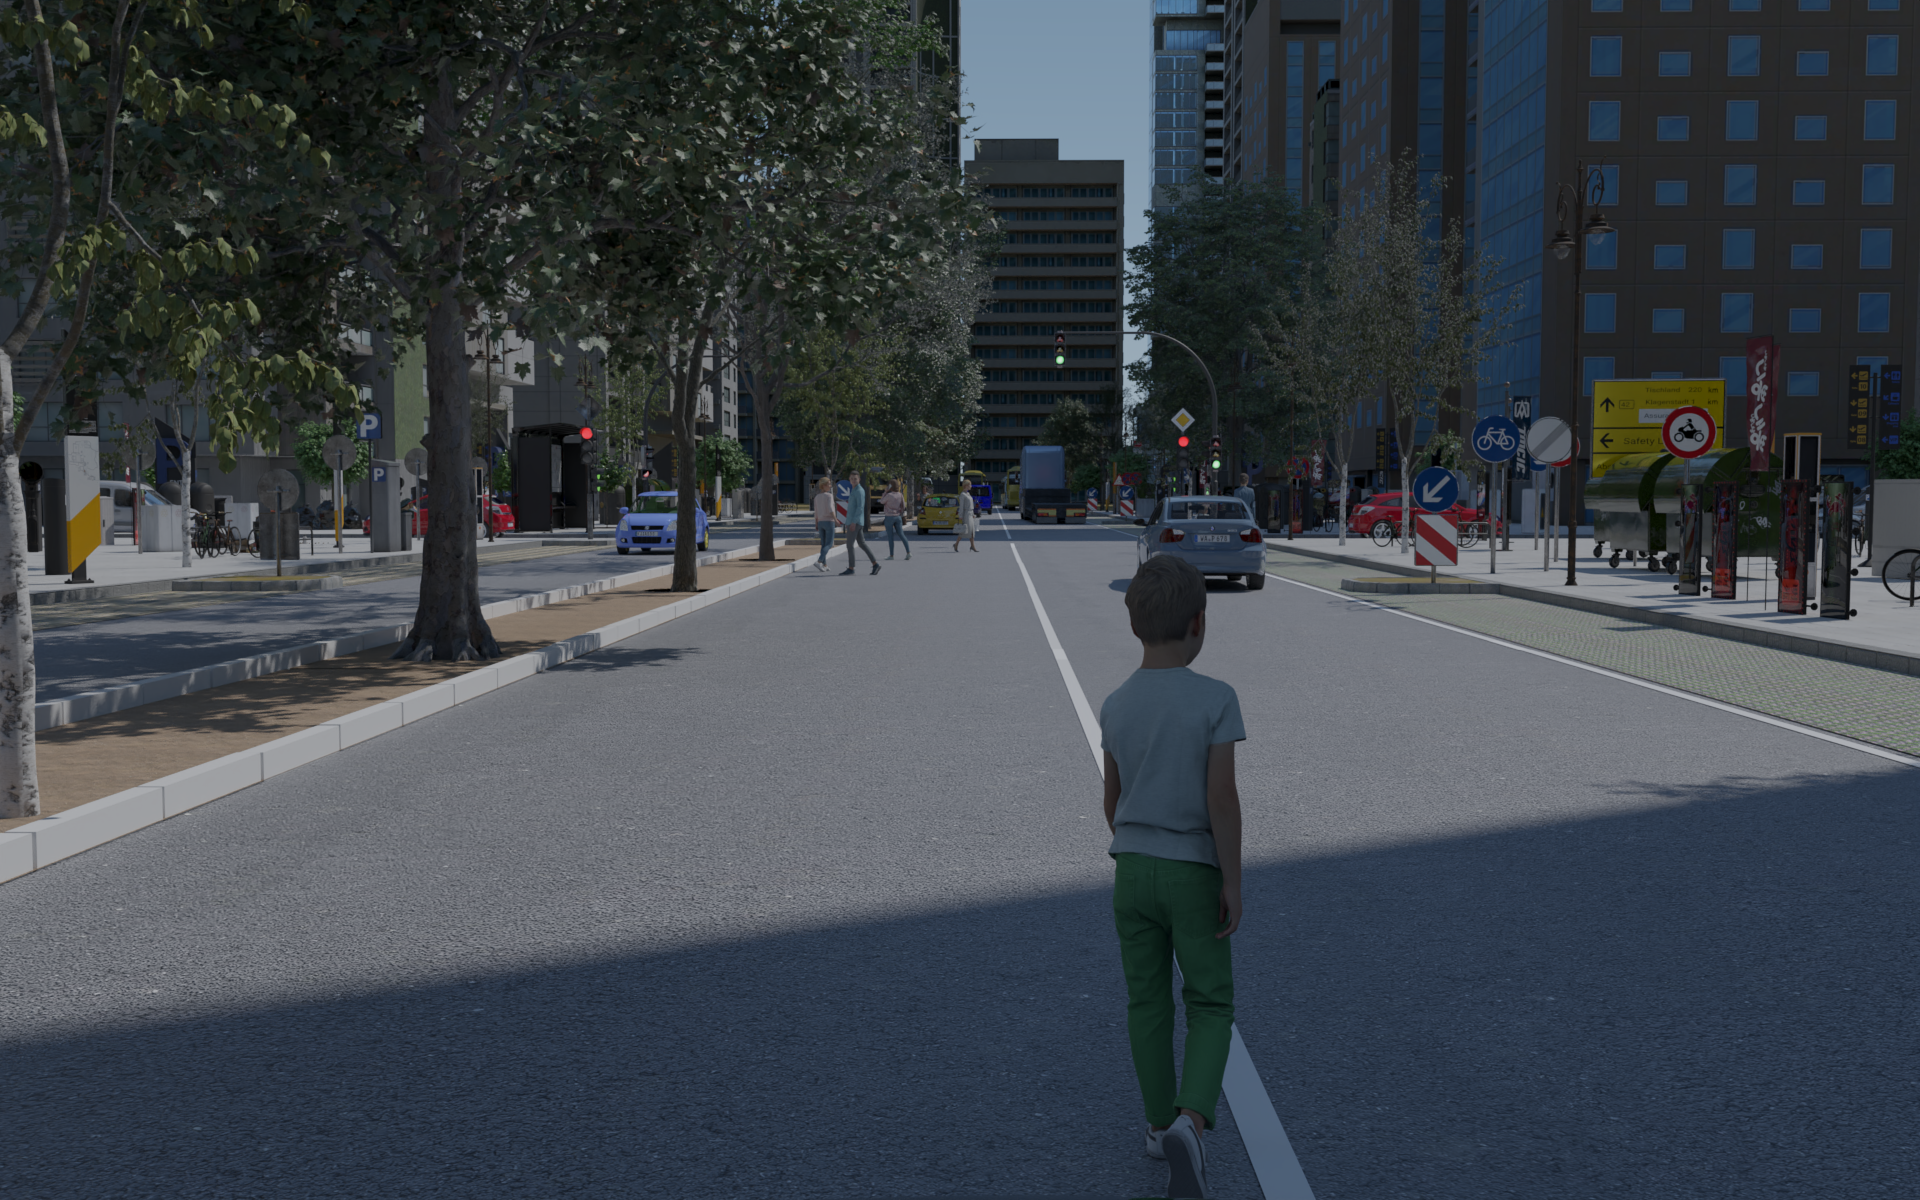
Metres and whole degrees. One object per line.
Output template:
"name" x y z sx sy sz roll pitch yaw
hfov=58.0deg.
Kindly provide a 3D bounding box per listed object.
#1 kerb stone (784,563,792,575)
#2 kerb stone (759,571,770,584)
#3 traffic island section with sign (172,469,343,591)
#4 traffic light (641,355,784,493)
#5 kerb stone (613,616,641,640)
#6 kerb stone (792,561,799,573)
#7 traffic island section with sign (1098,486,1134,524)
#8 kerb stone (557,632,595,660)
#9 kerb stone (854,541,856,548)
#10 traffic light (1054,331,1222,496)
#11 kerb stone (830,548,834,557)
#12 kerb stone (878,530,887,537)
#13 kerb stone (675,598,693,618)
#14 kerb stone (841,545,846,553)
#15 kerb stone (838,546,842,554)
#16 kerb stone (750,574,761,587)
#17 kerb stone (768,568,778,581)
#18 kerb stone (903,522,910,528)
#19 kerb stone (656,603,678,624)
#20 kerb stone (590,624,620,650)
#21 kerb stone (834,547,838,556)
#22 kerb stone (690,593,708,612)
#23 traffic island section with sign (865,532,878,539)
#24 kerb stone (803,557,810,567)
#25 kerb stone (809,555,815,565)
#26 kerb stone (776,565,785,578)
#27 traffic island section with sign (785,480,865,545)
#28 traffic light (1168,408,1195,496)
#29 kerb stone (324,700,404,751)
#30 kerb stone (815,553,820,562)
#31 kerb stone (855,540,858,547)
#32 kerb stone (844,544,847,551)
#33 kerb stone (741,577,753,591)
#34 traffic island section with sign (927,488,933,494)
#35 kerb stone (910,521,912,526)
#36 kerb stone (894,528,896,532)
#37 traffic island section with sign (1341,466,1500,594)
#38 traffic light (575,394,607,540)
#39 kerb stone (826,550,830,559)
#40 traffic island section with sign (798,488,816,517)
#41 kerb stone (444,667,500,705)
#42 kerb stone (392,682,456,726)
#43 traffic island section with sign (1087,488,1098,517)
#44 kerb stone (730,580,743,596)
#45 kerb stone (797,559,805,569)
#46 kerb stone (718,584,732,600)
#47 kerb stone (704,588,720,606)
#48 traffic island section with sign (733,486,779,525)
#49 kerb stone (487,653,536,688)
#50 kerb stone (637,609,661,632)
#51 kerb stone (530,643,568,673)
"kerb stone" -3.144 -0.520 30.690 0.120 0.150 1.000 0 4 1
"kerb stone" -3.188 -0.332 27.618 0.120 0.150 1.000 0 4 1
"traffic island section with sign" -10.531 -1.078 26.260 1.989 1.847 2.006 0 4 1
"traffic light" -8.182 -5.022 56.778 4.771 5.953 1.251 0 4 1
"kerb stone" -3.377 0.297 17.340 0.120 0.150 1.000 0 4 1
"kerb stone" -3.118 -0.582 31.712 0.120 0.150 1.000 0 4 1
"traffic island section with sign" 7.737 -4.496 82.137 1.989 1.847 2.006 0 4 1
"kerb stone" -3.418 0.422 15.291 0.120 0.150 1.000 0 4 1
"kerb stone" -2.878 -1.389 45.021 0.120 0.150 1.000 0 4 1
"traffic light" 4.998 -4.509 48.397 4.771 5.953 1.251 0 4 1
"kerb stone" -2.993 -1.021 38.883 0.120 0.150 1.000 0 4 1
"kerb stone" -2.637 -2.241 58.848 0.120 0.150 1.000 0 4 1
"kerb stone" -3.322 0.112 20.425 0.120 0.150 1.000 0 4 1
"kerb stone" -2.935 -1.203 41.949 0.120 0.150 1.000 0 4 1
"kerb stone" -2.953 -1.144 40.927 0.120 0.150 1.000 0 4 1
"kerb stone" -3.215 -0.269 26.588 0.120 0.150 1.000 0 4 1
"kerb stone" -3.172 -0.394 28.640 0.120 0.150 1.000 0 4 1
"kerb stone" -2.347 -3.244 75.230 0.120 0.150 1.000 0 4 1
"kerb stone" -3.344 0.171 19.401 0.120 0.150 1.000 0 4 1
"kerb stone" -3.392 0.359 16.318 0.120 0.150 1.000 0 4 1
"kerb stone" -2.971 -1.080 39.905 0.120 0.150 1.000 0 4 1
"kerb stone" -3.300 0.051 21.447 0.120 0.150 1.000 0 4 1
"traffic island section with sign" -3.713 -2.955 56.454 2.006 1.907 1.989 0 4 1
"kerb stone" -3.084 -0.707 33.756 0.120 0.150 1.000 0 4 1
"kerb stone" -3.064 -0.770 34.785 0.120 0.150 1.000 0 4 1
"kerb stone" -3.154 -0.457 29.668 0.120 0.150 1.000 0 4 1
"traffic island section with sign" -3.854 -2.502 49.048 2.006 1.907 1.989 0 4 1
"traffic light" 7.234 -4.132 56.485 0.839 4.253 0.868 0 4 1
"kerb stone" -3.501 0.737 10.150 0.120 0.150 1.000 0 4 1
"kerb stone" -3.044 -0.833 35.807 0.120 0.150 1.000 0 4 1
"kerb stone" -2.857 -1.459 46.053 0.120 0.150 1.000 0 4 1
"kerb stone" -2.923 -1.269 42.975 0.120 0.150 1.000 0 4 1
"kerb stone" -3.227 -0.206 25.562 0.120 0.150 1.000 0 4 1
"traffic island section with sign" -2.383 -7.550 131.581 2.006 1.907 1.989 0 4 1
"kerb stone" -2.326 -3.306 76.252 0.120 0.150 1.000 0 4 1
"kerb stone" -2.542 -2.553 63.963 0.120 0.150 1.000 0 4 1
"traffic island section with sign" 6.729 -1.039 25.611 1.989 1.847 2.006 0 4 1
"traffic light" -10.417 -3.662 48.796 0.839 4.253 0.868 0 4 1
"kerb stone" -3.000 -0.958 37.857 0.120 0.150 1.000 0 4 1
"traffic island section with sign" -9.058 -6.112 108.561 1.989 1.847 2.006 0 4 1
"kerb stone" -3.466 0.612 12.213 0.120 0.150 1.000 0 4 1
"kerb stone" -3.484 0.675 11.181 0.120 0.150 1.000 0 4 1
"traffic island section with sign" 8.225 -6.179 109.651 1.989 1.847 2.006 0 4 1
"kerb stone" -3.245 -0.143 24.531 0.120 0.150 1.000 0 4 1
"kerb stone" -3.099 -0.638 32.734 0.120 0.150 1.000 0 4 1
"kerb stone" -3.271 -0.080 23.507 0.120 0.150 1.000 0 4 1
"kerb stone" -3.282 -0.017 22.479 0.120 0.150 1.000 0 4 1
"traffic island section with sign" -9.553 -4.458 81.509 1.989 1.847 2.006 0 4 1
"kerb stone" -3.449 0.548 13.235 0.120 0.150 1.000 0 4 1
"kerb stone" -3.357 0.236 18.366 0.120 0.150 1.000 0 4 1
"kerb stone" -3.434 0.491 14.264 0.120 0.150 1.000 0 4 1
